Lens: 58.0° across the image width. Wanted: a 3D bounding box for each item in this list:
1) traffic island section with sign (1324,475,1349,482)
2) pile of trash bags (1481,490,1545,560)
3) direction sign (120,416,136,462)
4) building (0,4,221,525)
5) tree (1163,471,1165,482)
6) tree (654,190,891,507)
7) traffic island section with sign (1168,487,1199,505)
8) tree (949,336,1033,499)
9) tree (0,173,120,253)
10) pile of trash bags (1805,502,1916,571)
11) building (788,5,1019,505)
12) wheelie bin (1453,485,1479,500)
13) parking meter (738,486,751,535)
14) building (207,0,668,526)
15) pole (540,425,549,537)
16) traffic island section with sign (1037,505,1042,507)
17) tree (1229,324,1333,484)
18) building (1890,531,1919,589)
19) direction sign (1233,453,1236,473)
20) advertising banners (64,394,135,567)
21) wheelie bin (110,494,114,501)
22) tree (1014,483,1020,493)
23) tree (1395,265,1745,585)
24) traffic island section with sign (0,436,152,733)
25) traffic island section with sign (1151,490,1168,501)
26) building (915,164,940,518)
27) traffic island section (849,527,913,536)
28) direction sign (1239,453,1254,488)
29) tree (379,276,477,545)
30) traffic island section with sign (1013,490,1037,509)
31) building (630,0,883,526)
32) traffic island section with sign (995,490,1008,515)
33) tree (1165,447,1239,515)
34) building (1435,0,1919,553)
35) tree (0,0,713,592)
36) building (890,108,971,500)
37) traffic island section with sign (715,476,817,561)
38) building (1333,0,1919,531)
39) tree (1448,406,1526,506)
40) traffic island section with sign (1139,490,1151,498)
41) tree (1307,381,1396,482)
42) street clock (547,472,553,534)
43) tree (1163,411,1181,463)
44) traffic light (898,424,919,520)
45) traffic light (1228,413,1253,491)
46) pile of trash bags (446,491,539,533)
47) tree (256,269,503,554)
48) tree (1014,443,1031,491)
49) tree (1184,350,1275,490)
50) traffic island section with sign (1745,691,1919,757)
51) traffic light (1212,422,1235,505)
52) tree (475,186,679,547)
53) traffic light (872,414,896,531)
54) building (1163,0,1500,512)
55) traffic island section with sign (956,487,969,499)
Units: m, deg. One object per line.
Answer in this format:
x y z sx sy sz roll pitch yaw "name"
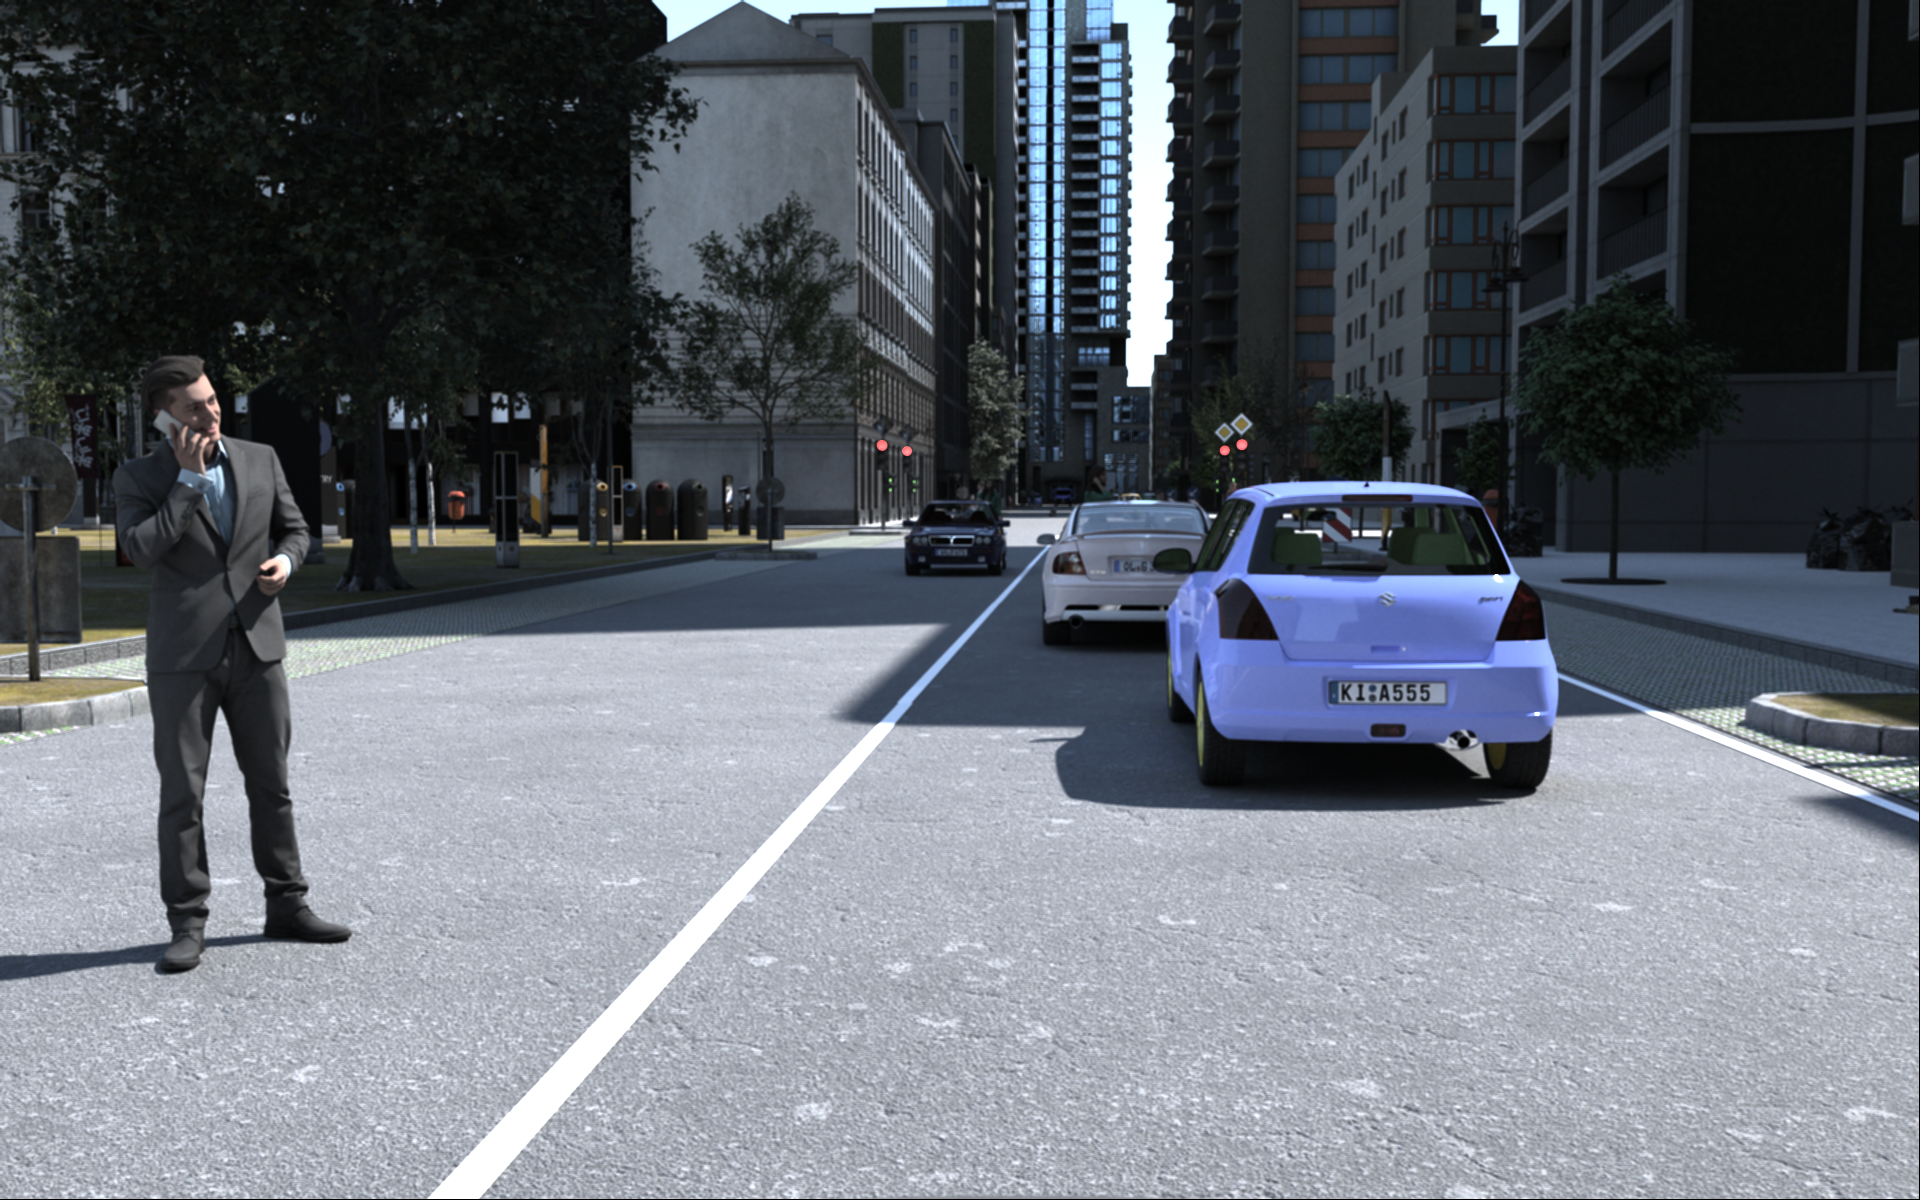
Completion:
7.983 -1.778 37.692 1.989 1.847 2.006 0 4 4 "traffic island section with sign"
10.942 -1.568 35.383 1.912 1.369 3.447 1 4 17 "pile of trash bags"
-24.113 -3.563 50.250 0.876 3.537 0.379 3 5 39 "direction sign"
-40.232 -15.148 76.542 19.941 23.489 11.050 0 4 4 "building"
18.765 -9.901 145.600 4.285 4.588 4.351 0 3 0 "tree"
-5.597 -7.223 52.505 7.601 10.594 8.767 -2 4 -24 "tree"
12.328 -5.141 92.687 1.989 1.847 2.006 0 4 4 "traffic island section with sign"
0.627 -14.183 138.550 9.857 13.997 8.962 0 3 0 "tree"
-17.460 -5.212 35.578 4.737 8.622 4.395 0 3 0 "tree"
16.306 -1.193 29.264 3.447 1.369 1.912 1 4 9 "pile of trash bags"
-7.200 -40.827 209.518 28.212 58.520 21.231 0 4 4 "building"
12.903 -2.230 44.362 0.693 1.594 0.980 -1 4 -22 "wheelie bin"
-6.728 -2.790 54.032 0.372 1.533 0.369 0 3 0 "parking meter"
-21.954 -15.044 75.644 15.834 23.373 12.332 0 4 4 "building"
-12.299 -3.509 51.210 0.158 3.312 0.155 0 3 0 "pole"
8.371 -11.551 197.487 1.989 1.847 2.006 0 4 4 "traffic island section with sign"
13.697 -7.633 75.155 4.360 8.622 3.978 0 3 0 "tree"
25.689 -9.977 8.162 27.650 21.520 28.899 0 4 4 "building"
15.549 -6.385 96.392 0.876 3.537 0.379 3 5 41 "direction sign"
-14.751 -2.117 30.794 2.074 3.025 0.090 -3 4 -38 "advertising banners"
-19.945 -2.069 41.738 0.980 1.594 0.693 -1 4 -15 "wheelie bin"
5.842 -12.455 198.235 1.663 3.219 1.824 0 3 0 "tree"
9.405 -2.528 25.045 4.285 4.588 4.351 0 3 0 "tree"
-6.313 -0.153 11.137 1.989 1.847 2.006 0 4 4 "traffic island section with sign"
14.476 -6.809 119.956 1.989 1.847 2.006 0 4 4 "traffic island section with sign"
-6.806 -15.134 96.595 9.793 20.994 18.267 0 4 4 "building"
-2.718 -2.366 60.965 2.009 0.180 2.903 0 4 4 "traffic island section"
15.657 -6.257 94.303 0.876 3.537 0.379 -3 4 -37 "direction sign"
-13.263 -5.656 42.842 4.360 8.622 3.978 0 3 0 "tree"
6.260 -9.907 170.615 1.989 1.847 2.006 0 4 4 "traffic island section with sign"
-8.025 -14.021 78.402 9.793 20.994 18.267 0 4 4 "building"
2.349 -6.876 121.053 1.989 1.847 2.006 0 4 4 "traffic island section with sign"
16.141 -7.668 109.083 4.285 4.588 4.351 0 3 0 "tree"
23.818 -36.779 39.587 20.563 71.187 20.611 0 4 4 "building"
-8.000 -6.480 22.955 9.611 12.733 9.660 0 3 0 "tree"
-7.203 -19.828 117.692 14.314 27.812 24.014 0 4 4 "building"
-4.197 -1.797 38.009 1.989 1.847 2.006 0 4 4 "traffic island section with sign"
33.720 -14.362 79.855 28.899 21.520 27.650 0 4 4 "building"
11.664 -2.673 38.302 1.663 3.219 1.824 0 3 0 "tree"
20.584 -11.548 197.437 1.989 1.847 2.006 0 4 4 "traffic island section with sign"
11.667 -4.086 50.514 4.285 4.588 4.351 0 3 0 "tree"
-13.225 -3.123 55.631 0.358 2.002 0.471 -1 4 -17 "street clock"
19.377 -12.235 150.403 4.360 8.622 3.978 0 3 0 "tree"
-2.052 -4.885 68.788 0.839 4.253 0.868 0 4 4 "traffic light"
9.695 -4.339 59.871 0.839 4.253 0.868 0 4 4 "traffic light"
-15.202 -2.890 57.012 3.447 1.369 1.912 0 4 2 "pile of trash bags"
-11.512 -5.299 37.005 4.737 8.622 4.395 0 3 0 "tree"
5.672 -14.739 191.347 4.360 8.622 3.978 0 3 0 "tree"
13.778 -8.418 88.004 4.737 8.622 4.395 0 3 0 "tree"
5.822 -0.094 10.173 1.989 1.847 2.006 0 4 4 "traffic island section with sign"
10.323 -4.826 67.832 0.839 4.253 0.868 0 4 4 "traffic light"
-8.816 -5.587 41.705 4.360 8.622 3.978 0 3 0 "tree"
-2.679 -4.398 60.827 0.839 4.253 0.868 0 4 4 "traffic light"
26.365 -28.889 126.959 22.147 44.769 28.867 0 4 4 "building"
0.182 -5.192 93.516 1.989 1.847 2.006 0 4 4 "traffic island section with sign"
